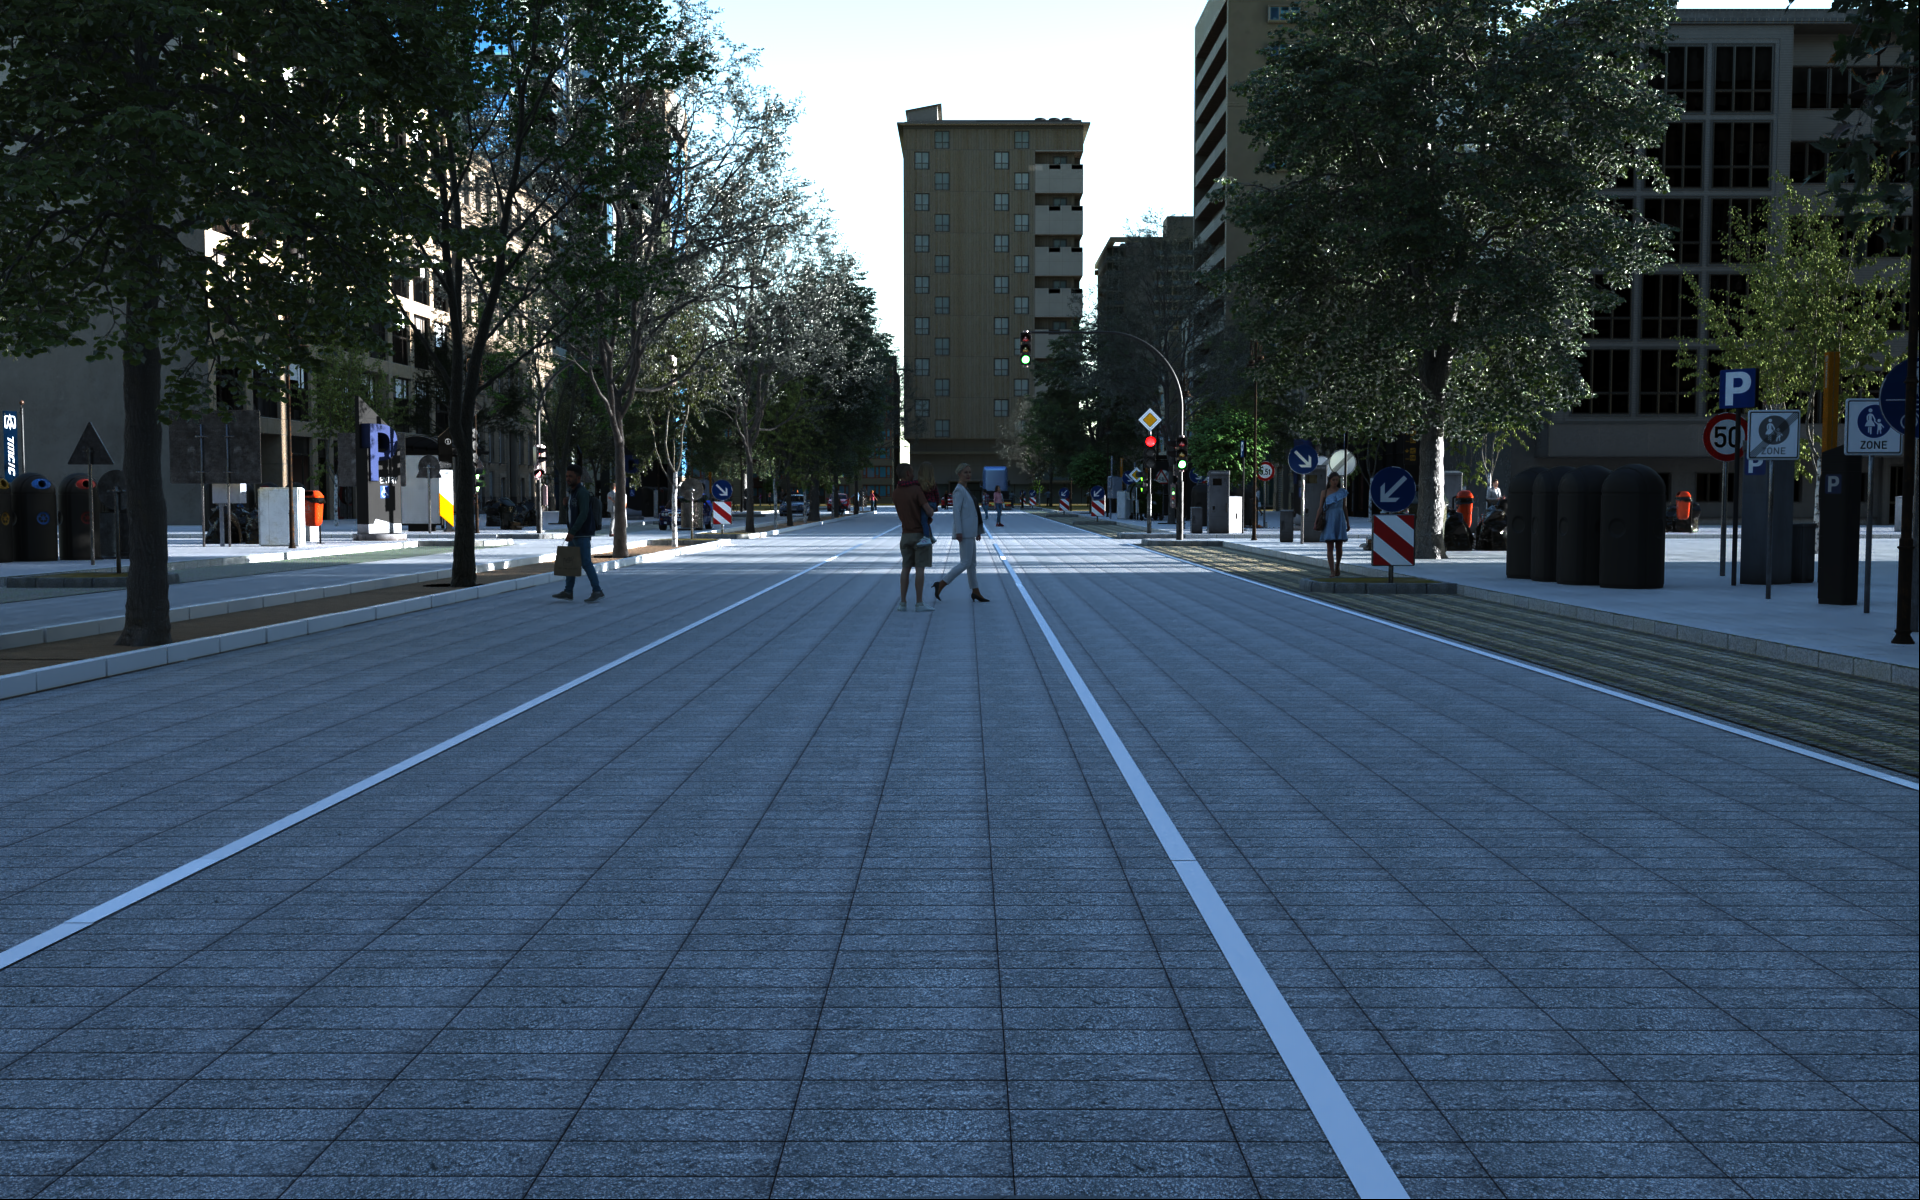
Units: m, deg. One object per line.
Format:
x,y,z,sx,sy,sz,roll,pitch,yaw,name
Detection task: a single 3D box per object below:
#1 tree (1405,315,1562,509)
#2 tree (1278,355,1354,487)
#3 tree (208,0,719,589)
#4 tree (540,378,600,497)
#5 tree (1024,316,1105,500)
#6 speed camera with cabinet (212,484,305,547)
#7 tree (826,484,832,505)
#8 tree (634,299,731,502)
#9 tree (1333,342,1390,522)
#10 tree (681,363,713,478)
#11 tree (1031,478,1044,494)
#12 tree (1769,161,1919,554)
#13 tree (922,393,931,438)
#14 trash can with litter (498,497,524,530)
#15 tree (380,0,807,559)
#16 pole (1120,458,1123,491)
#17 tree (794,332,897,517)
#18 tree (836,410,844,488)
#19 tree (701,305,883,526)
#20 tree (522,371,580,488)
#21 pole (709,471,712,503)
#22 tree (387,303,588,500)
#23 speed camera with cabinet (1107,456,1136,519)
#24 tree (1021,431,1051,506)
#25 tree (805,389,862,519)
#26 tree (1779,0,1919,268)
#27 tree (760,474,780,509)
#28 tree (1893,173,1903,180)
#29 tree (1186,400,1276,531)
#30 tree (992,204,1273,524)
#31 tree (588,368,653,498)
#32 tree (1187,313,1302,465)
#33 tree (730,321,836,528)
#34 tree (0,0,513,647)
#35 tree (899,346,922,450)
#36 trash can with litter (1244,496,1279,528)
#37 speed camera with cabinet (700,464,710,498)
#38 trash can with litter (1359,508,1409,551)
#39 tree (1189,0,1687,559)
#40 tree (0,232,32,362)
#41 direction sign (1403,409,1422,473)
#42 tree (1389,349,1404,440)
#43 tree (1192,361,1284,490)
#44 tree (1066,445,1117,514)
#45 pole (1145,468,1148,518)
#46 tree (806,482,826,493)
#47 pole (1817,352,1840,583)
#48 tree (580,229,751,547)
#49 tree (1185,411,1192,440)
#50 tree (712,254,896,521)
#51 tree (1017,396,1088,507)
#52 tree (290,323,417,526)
19.384,-6.871,62.696,4.737,8.622,4.395,0,3,0,tree
18.822,-8.508,89.461,4.360,8.622,3.978,0,3,0,tree
-7.527,-5.992,26.190,9.928,11.665,9.643,0,3,0,tree
-24.243,-9.577,106.949,4.737,8.622,4.395,0,3,0,tree
9.524,-13.109,120.982,9.857,13.997,8.962,0,3,0,tree
-17.245,-2.950,42.576,2.038,3.252,0.660,-1,4,-8,speed camera with cabinet
-15.686,-13.131,209.298,1.663,3.219,1.824,0,3,0,tree
-16.467,-10.859,95.665,7.486,12.596,7.792,0,3,0,tree
18.620,-7.838,78.517,4.737,8.622,4.395,0,3,0,tree
-16.445,-13.692,130.520,9.857,13.997,8.962,0,3,0,tree
9.000,-12.669,201.746,1.663,3.219,1.824,0,3,0,tree
18.630,-5.299,36.999,4.737,8.622,4.395,0,3,0,tree
-6.964,-12.423,115.940,12.009,13.543,11.850,0,3,0,tree
-16.117,-3.115,62.321,1.055,1.170,0.624,2,4,34,trash can with litter
-7.568,-7.670,38.229,12.009,13.543,11.850,0,3,0,tree
9.063,-6.325,97.260,0.158,3.312,0.155,0,3,0,pole
-7.726,-11.349,106.142,7.486,12.596,7.792,0,3,0,tree
-7.538,-8.039,84.263,4.737,8.622,4.395,0,3,0,tree
-7.574,-8.597,77.438,8.767,10.594,7.601,0,4,0,tree
-23.076,-9.176,100.392,4.360,8.622,3.978,0,3,0,tree
-17.026,-7.597,118.046,0.158,3.312,0.155,0,3,0,pole
-24.137,-9.147,83.965,8.767,10.594,7.601,2,4,23,tree
8.299,-5.802,89.195,0.660,3.252,2.038,-1,4,-22,speed camera with cabinet
8.778,-14.769,191.840,4.360,8.622,3.978,0,3,0,tree
-7.321,-8.967,99.423,4.360,8.622,3.978,0,3,0,tree
8.085,-5.498,6.906,9.611,12.733,9.660,0,3,0,tree
-15.793,-9.177,144.639,1.663,3.219,1.824,0,3,0,tree
15.848,-4.596,25.507,4.360,8.622,3.978,0,3,0,tree
9.464,-4.726,60.977,4.285,4.588,4.351,0,3,0,tree
8.955,-9.989,73.696,12.009,13.543,11.850,0,3,0,tree
-24.816,-11.272,118.711,8.767,10.594,7.601,0,4,4,tree
17.965,-11.621,108.122,7.486,12.596,7.792,0,3,0,tree
-7.595,-7.243,71.240,4.737,8.622,4.395,0,3,0,tree
-7.793,-5.862,16.434,7.486,12.596,7.792,0,3,0,tree
-7.547,-9.122,61.971,12.009,13.543,11.850,0,3,0,tree
11.088,-3.363,66.035,1.678,1.210,2.233,-1,4,-21,trash can with litter
-17.246,-7.196,111.983,2.038,3.252,0.660,1,4,16,speed camera with cabinet
9.684,-1.717,39.461,1.055,1.170,0.624,-1,4,-11,trash can with litter
9.280,-7.802,34.219,9.857,13.997,8.962,0,3,0,tree
-23.836,-5.504,40.356,4.360,8.622,3.978,0,3,0,tree
12.091,-3.272,45.492,0.876,3.537,0.379,0,4,7,direction sign
20.014,-7.275,69.301,4.737,8.622,4.395,0,3,0,tree
15.424,-8.831,94.748,4.737,8.622,4.395,0,3,0,tree
8.658,-7.967,113.980,4.285,4.588,4.351,0,3,0,tree
9.982,-6.029,92.422,0.158,3.312,0.155,0,3,0,pole
-15.694,-11.566,183.703,1.663,3.219,1.824,0,3,0,tree
12.500,-1.901,24.917,0.158,3.312,0.155,0,3,0,pole
-7.705,-5.739,46.648,4.360,8.622,3.978,0,3,0,tree
18.342,-10.469,121.526,4.737,8.622,4.395,0,3,0,tree
-7.764,-11.159,91.567,9.857,13.997,8.962,0,3,0,tree
9.396,-15.362,176.923,9.928,11.665,9.643,0,3,0,tree
-26.223,-7.670,75.769,4.737,8.622,4.395,0,3,0,tree
